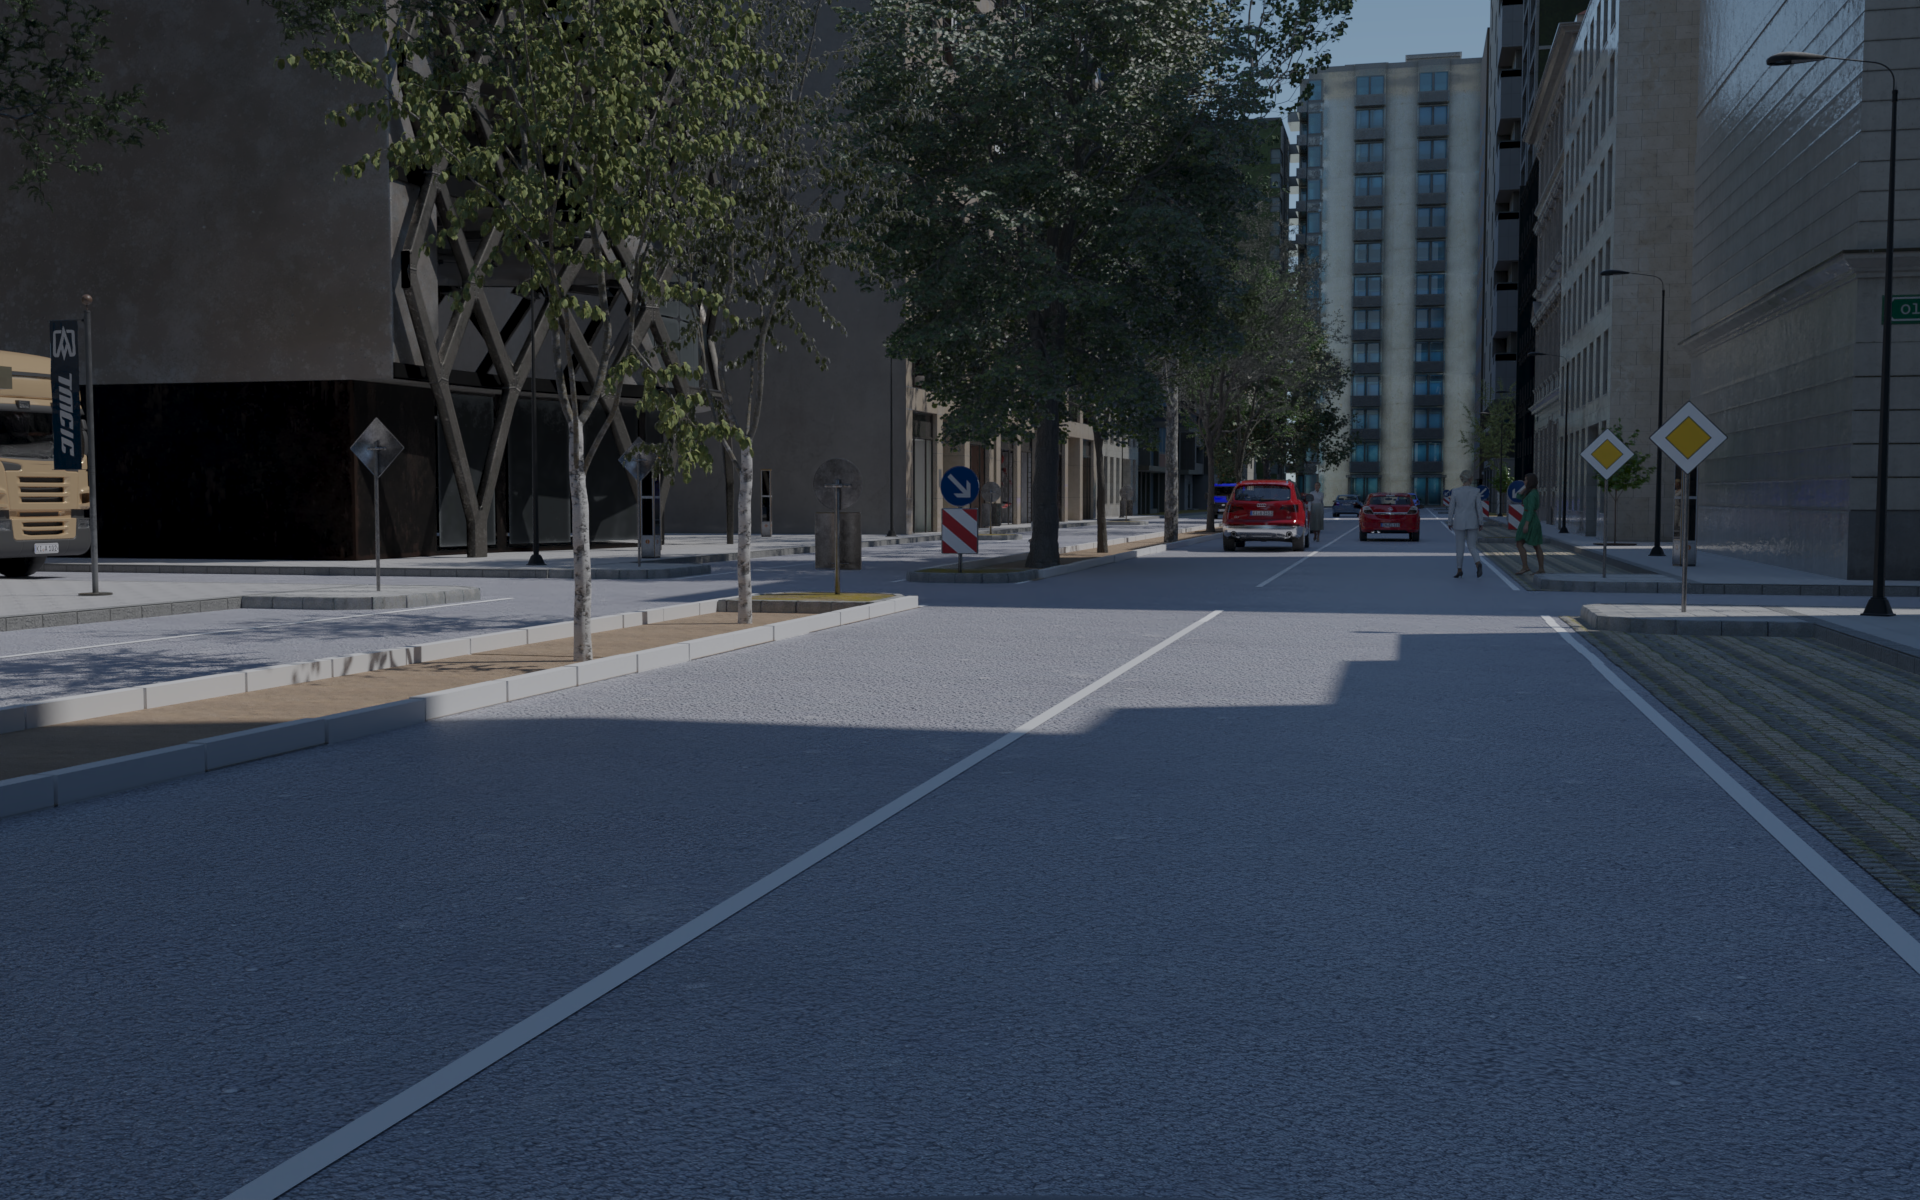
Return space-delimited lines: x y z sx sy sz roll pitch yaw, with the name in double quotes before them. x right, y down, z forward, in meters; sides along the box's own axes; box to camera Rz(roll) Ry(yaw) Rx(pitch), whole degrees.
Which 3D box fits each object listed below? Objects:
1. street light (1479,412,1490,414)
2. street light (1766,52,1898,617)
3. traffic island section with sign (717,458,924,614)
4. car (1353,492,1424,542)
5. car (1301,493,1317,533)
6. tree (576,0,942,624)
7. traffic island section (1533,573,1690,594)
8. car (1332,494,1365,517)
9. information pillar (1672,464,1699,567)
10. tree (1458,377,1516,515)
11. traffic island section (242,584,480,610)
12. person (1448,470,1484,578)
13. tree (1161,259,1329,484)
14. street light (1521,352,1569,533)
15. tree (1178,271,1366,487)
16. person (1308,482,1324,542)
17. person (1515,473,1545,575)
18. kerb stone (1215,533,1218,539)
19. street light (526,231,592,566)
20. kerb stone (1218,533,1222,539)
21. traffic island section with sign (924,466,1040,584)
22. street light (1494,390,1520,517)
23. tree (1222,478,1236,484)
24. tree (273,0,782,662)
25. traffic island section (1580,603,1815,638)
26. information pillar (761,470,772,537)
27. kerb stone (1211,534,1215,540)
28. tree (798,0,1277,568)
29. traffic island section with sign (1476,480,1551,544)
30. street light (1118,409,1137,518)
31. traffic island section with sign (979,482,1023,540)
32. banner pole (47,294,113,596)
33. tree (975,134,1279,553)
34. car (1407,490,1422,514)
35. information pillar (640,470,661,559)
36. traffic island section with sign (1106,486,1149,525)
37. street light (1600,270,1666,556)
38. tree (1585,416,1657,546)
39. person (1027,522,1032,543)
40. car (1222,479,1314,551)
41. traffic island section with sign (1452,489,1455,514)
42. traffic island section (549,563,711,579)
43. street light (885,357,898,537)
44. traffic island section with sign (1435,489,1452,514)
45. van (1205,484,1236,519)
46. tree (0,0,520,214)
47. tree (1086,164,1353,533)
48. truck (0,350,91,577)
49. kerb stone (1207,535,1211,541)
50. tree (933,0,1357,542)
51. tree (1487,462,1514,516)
"street light" 30.188 -7.699 98.422 1.470 5.913 1.316 1 4 15
"street light" 9.173 -2.796 18.253 1.470 5.913 1.316 1 4 15
"traffic island section with sign" -1.719 -0.820 21.548 2.006 1.907 1.989 1 4 15
"car" 13.351 -2.745 53.924 2.155 1.783 4.494 1 4 13
"car" 12.451 -3.400 64.625 2.155 1.783 4.494 1 4 16
"tree" -2.322 -4.050 19.037 4.360 8.622 3.978 0 3 0
"traffic island section" 9.891 -0.260 26.539 2.009 0.180 2.903 1 4 15
"car" 24.378 -5.916 108.733 2.014 1.417 4.499 1 4 16
"information pillar" 12.877 -1.605 30.741 0.304 2.012 0.304 0 4 -5
"tree" 33.513 -9.663 108.352 4.737 8.622 4.395 0 3 0
"traffic island section" -7.694 -0.035 22.855 2.009 0.180 2.903 1 4 15
"person" 8.578 -1.279 29.285 0.514 1.842 0.818 0 4 -7
"tree" 12.278 -9.020 75.689 9.928 11.665 9.643 0 3 0
"street light" 19.255 -5.146 56.682 1.470 5.913 1.316 1 4 15
"tree" 15.512 -10.265 87.293 9.611 12.733 9.660 0 3 0
"person" 10.758 -2.664 52.285 0.478 1.798 0.641 1 4 16
"person" 9.994 -1.319 30.305 0.529 1.795 0.600 1 4 14
"kerb stone" 7.953 -1.978 54.597 0.120 0.150 1.000 1 4 15
"street light" -7.114 -3.569 30.897 1.470 5.913 1.316 1 4 15
"kerb stone" 8.212 -2.040 55.587 0.120 0.150 1.000 1 4 15
"traffic island section with sign" 0.157 -1.259 28.715 2.006 1.907 1.989 1 4 15
"street light" 24.697 -6.429 77.658 1.470 5.913 1.316 1 4 15
"tree" 22.551 -10.138 149.468 4.285 4.588 4.351 0 3 0
"tree" -3.236 -3.759 14.272 4.737 8.622 4.395 0 3 0
"traffic island section" 7.879 0.212 18.810 2.009 0.180 2.903 1 4 15
"information pillar" -5.796 -2.897 51.861 0.304 2.012 0.304 0 4 0
"kerb stone" 7.689 -1.921 53.600 0.120 0.150 1.000 1 4 15
"tree" 1.629 -7.593 33.257 9.857 13.997 8.962 0 3 0
"traffic island section with sign" 16.221 -2.577 50.766 1.989 1.847 2.006 1 4 15
"street light" 9.271 -7.383 93.252 1.470 5.913 1.316 1 4 15
"traffic island section with sign" 0.902 -2.808 54.541 1.989 1.847 2.006 1 4 15
"banner pole" -11.173 -1.951 21.915 0.863 3.779 0.401 1 4 20
"tree" 3.563 -6.428 41.964 8.767 10.594 7.601 1 4 15
"car" 31.122 -6.784 120.511 1.945 1.707 3.694 1 4 14
"information pillar" -6.174 -1.838 34.544 0.304 2.012 0.304 1 4 16
"traffic island section with sign" 7.749 -4.416 80.835 1.989 1.847 2.006 1 4 15
"street light" 13.931 -3.874 35.875 1.470 5.913 1.316 1 4 15
"tree" 16.346 -2.969 43.140 1.663 3.219 1.824 0 3 0
"person" 2.170 -2.343 47.160 0.624 1.780 0.694 1 4 18
"car" 7.991 -2.218 44.938 2.281 1.827 5.304 1 4 14
"traffic island section with sign" 23.011 -4.173 76.855 1.989 1.847 2.006 1 4 15
"traffic island section" -5.682 -0.508 30.583 2.009 0.180 2.903 1 4 15
"street light" -1.530 -4.838 51.637 1.470 5.913 1.316 1 4 15
"traffic island section with sign" 35.625 -7.138 125.340 1.989 1.847 2.006 1 4 15
"van" 15.380 -5.827 99.658 2.240 2.365 5.245 1 4 14
"tree" -5.134 -4.365 8.240 8.767 10.594 7.601 1 4 15
"tree" 9.334 -9.247 64.013 12.009 13.543 11.850 0 3 0
"truck" -19.964 -2.510 29.951 11.283 4.237 2.839 1 4 15
"kerb stone" 7.432 -1.855 52.611 0.120 0.150 1.000 1 4 15
"tree" 5.279 -11.829 51.752 12.611 20.169 13.585 0 3 0
"tree" 32.425 -6.633 103.055 1.663 3.219 1.824 0 3 0
